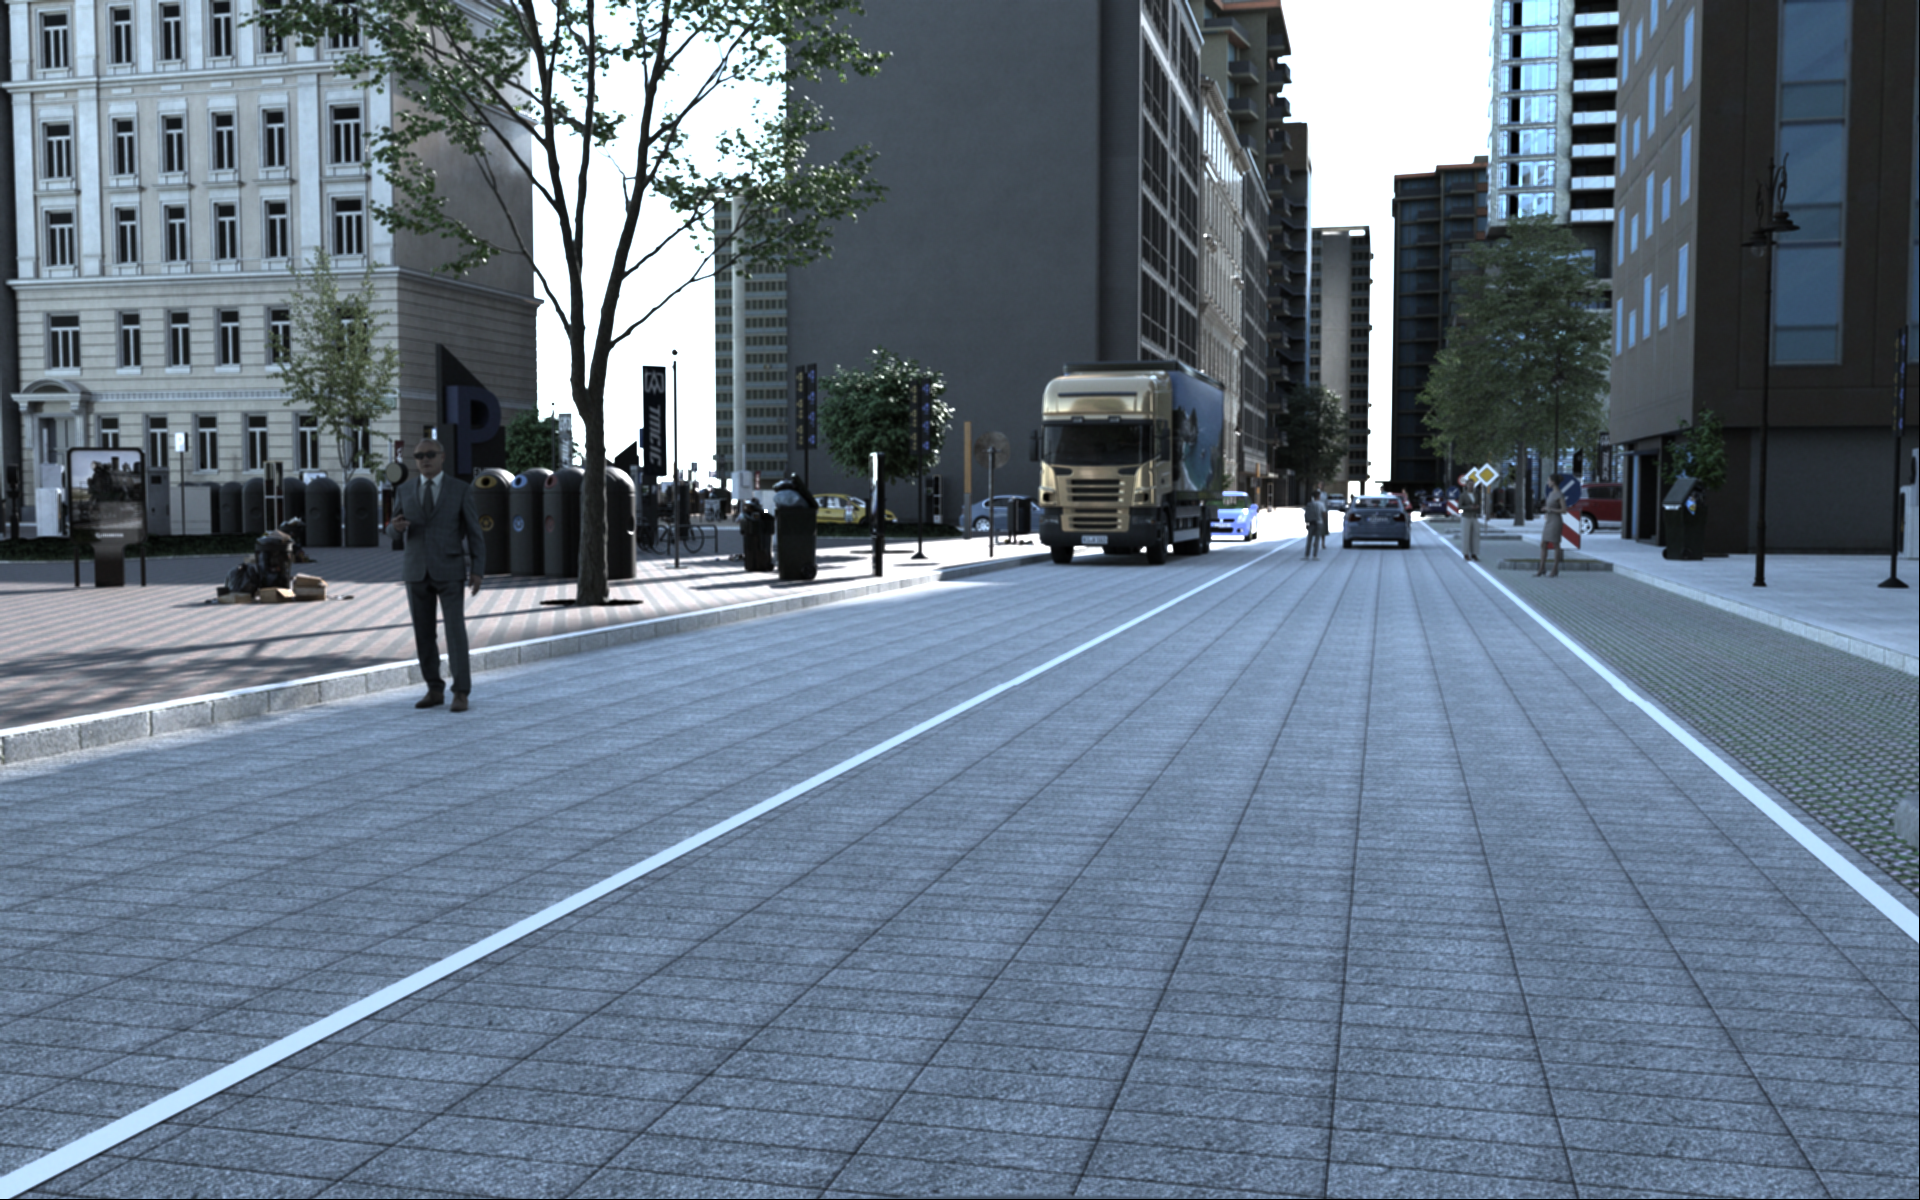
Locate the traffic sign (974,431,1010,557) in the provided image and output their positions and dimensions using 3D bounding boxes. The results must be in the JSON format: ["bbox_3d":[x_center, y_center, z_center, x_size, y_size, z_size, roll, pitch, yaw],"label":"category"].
[{"bbox_3d":[0.637,-2.141,35.117,0.768,2.556,0.104,1,4,15],"label":"traffic sign"}]

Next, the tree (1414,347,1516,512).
[{"bbox_3d":[36.038,-12.030,122.446,9.928,11.665,9.643,0,3,0],"label":"tree"}]

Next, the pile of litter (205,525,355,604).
[{"bbox_3d":[-8.157,-0.422,20.860,1.719,0.858,1.176,-1,4,-20],"label":"pile of litter"}]

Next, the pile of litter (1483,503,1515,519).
[{"bbox_3d":[27.966,-4.648,89.956,1.719,0.858,1.176,2,4,27],"label":"pile of litter"}]

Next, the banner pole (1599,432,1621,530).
[{"bbox_3d":[23.126,-4.381,61.642,0.863,3.779,0.401,0,4,-3],"label":"banner pole"}]

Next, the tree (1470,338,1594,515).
[{"bbox_3d":[25.440,-7.855,78.797,4.737,8.622,4.395,0,3,0],"label":"tree"}]

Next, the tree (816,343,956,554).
[{"bbox_3d":[-1.650,-3.319,37.982,4.285,4.588,4.351,0,3,0],"label":"tree"}]

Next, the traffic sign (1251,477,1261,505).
[{"bbox_3d":[17.903,-6.282,104.847,0.606,2.300,0.079,2,4,23],"label":"traffic sign"}]

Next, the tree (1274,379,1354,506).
[{"bbox_3d":[38.912,-17.509,192.921,9.857,13.997,8.962,0,3,0],"label":"tree"}]

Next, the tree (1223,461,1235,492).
[{"bbox_3d":[13.038,-5.665,87.228,1.663,3.219,1.824,0,3,0],"label":"tree"}]

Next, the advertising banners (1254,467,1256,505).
[{"bbox_3d":[17.285,-6.444,101.551,0.090,3.025,2.074,1,4,11],"label":"advertising banners"}]

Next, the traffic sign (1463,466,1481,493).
[{"bbox_3d":[18.633,-3.617,62.774,0.795,2.450,0.064,1,4,14],"label":"traffic sign"}]

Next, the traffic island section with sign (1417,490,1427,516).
[{"bbox_3d":[31.164,-6.410,113.434,1.989,1.847,2.006,1,4,14],"label":"traffic island section with sign"}]

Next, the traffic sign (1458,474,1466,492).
[{"bbox_3d":[32.425,-6.813,111.497,0.768,2.556,0.104,1,4,18],"label":"traffic sign"}]

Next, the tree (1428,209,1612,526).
[{"bbox_3d":[22.901,-9.246,69.295,7.486,12.596,7.792,0,3,0],"label":"tree"}]

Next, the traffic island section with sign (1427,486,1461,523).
[{"bbox_3d":[24.701,-4.809,87.262,1.989,1.847,2.006,1,4,14],"label":"traffic island section with sign"}]

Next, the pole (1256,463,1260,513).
[{"bbox_3d":[19.737,-7.397,114.785,0.158,3.312,0.155,0,3,0],"label":"pole"}]

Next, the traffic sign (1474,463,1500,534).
[{"bbox_3d":[16.718,-3.142,55.021,0.795,2.450,0.064,1,4,14],"label":"traffic sign"}]

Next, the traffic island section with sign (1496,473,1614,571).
[{"bbox_3d":[11.307,-1.492,33.024,1.989,1.847,2.006,1,4,14],"label":"traffic island section with sign"}]

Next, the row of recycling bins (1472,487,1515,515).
[{"bbox_3d":[33.500,-6.231,108.982,3.534,1.692,1.069,-1,4,-18],"label":"row of recycling bins"}]

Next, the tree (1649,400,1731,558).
[{"bbox_3d":[15.289,-2.499,35.467,1.663,3.219,1.824,0,3,0],"label":"tree"}]

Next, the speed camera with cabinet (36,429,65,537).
[{"bbox_3d":[-27.218,-3.517,51.847,0.660,3.252,2.038,-1,4,-21],"label":"speed camera with cabinet"}]

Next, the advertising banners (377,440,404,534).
[{"bbox_3d":[-18.475,-3.644,55.774,0.090,3.025,2.074,1,4,16],"label":"advertising banners"}]

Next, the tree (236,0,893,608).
[{"bbox_3d":[-4.213,-5.742,19.637,9.928,11.665,9.643,0,3,0],"label":"tree"}]

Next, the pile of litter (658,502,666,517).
[{"bbox_3d":[-16.943,-5.177,98.604,1.719,0.858,1.176,2,4,34],"label":"pile of litter"}]

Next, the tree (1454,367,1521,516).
[{"bbox_3d":[30.138,-9.101,99.158,4.360,8.622,3.978,0,3,0],"label":"tree"}]

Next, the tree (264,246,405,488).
[{"bbox_3d":[-18.251,-6.166,51.184,4.737,8.622,4.395,0,3,0],"label":"tree"}]

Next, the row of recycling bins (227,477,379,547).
[{"bbox_3d":[-15.906,-2.155,42.354,3.534,1.692,1.069,1,4,10],"label":"row of recycling bins"}]

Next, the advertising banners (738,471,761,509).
[{"bbox_3d":[-15.996,-8.274,131.468,2.074,3.025,0.090,-3,4,-36],"label":"advertising banners"}]

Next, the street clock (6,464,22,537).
[{"bbox_3d":[-23.098,-2.307,42.296,0.358,2.002,0.471,-1,4,-22],"label":"street clock"}]

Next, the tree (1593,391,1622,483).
[{"bbox_3d":[42.264,-10.077,115.117,4.737,8.622,4.395,0,3,0],"label":"tree"}]

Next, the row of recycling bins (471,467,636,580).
[{"bbox_3d":[-6.400,-1.226,27.160,3.534,1.692,1.069,3,4,37],"label":"row of recycling bins"}]

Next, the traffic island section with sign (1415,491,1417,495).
[{"bbox_3d":[43.074,-9.359,161.640,1.989,1.847,2.006,1,4,14],"label":"traffic island section with sign"}]

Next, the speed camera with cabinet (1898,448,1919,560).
[{"bbox_3d":[18.667,-2.398,33.540,0.660,3.252,2.038,1,4,21],"label":"speed camera with cabinet"}]

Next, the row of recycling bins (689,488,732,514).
[{"bbox_3d":[-16.248,-6.443,112.455,3.534,1.692,1.069,2,4,32],"label":"row of recycling bins"}]

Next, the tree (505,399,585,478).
[{"bbox_3d":[-14.628,-4.670,60.070,4.285,4.588,4.351,0,3,0],"label":"tree"}]

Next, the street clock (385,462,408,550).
[{"bbox_3d":[-12.867,-2.143,39.606,0.471,2.002,0.358,1,4,19],"label":"street clock"}]

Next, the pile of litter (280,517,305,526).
[{"bbox_3d":[-12.684,-1.123,32.328,1.176,0.858,1.719,-3,4,-37],"label":"pile of litter"}]

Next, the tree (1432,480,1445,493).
[{"bbox_3d":[58.041,-13.192,210.289,1.663,3.219,1.824,0,3,0],"label":"tree"}]

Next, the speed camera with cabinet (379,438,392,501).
[{"bbox_3d":[-19.437,-4.089,61.190,2.038,3.252,0.660,-2,4,-29],"label":"speed camera with cabinet"}]

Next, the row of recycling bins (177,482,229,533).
[{"bbox_3d":[-24.279,-3.058,57.104,3.534,1.692,1.069,1,4,12],"label":"row of recycling bins"}]

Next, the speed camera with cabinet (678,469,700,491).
[{"bbox_3d":[-18.508,-7.514,117.181,2.038,3.252,0.660,3,4,37],"label":"speed camera with cabinet"}]

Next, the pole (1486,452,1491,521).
[{"bbox_3d":[25.541,-5.499,83.751,0.158,3.312,0.155,0,3,0],"label":"pole"}]

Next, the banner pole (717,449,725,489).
[{"bbox_3d":[-13.254,-6.481,95.977,0.401,3.779,0.863,2,4,25],"label":"banner pole"}]

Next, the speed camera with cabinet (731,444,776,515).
[{"bbox_3d":[-8.138,-4.583,69.262,2.038,3.252,0.660,-3,5,-40],"label":"speed camera with cabinet"}]

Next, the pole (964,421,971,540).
[{"bbox_3d":[0.219,-3.357,48.738,0.158,3.312,0.155,0,3,0],"label":"pole"}]

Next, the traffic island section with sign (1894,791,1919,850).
[{"bbox_3d":[4.789,0.125,6.578,1.989,1.847,2.006,1,4,14],"label":"traffic island section with sign"}]

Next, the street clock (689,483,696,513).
[{"bbox_3d":[-16.808,-6.381,108.901,0.358,2.002,0.471,-2,4,-33],"label":"street clock"}]
